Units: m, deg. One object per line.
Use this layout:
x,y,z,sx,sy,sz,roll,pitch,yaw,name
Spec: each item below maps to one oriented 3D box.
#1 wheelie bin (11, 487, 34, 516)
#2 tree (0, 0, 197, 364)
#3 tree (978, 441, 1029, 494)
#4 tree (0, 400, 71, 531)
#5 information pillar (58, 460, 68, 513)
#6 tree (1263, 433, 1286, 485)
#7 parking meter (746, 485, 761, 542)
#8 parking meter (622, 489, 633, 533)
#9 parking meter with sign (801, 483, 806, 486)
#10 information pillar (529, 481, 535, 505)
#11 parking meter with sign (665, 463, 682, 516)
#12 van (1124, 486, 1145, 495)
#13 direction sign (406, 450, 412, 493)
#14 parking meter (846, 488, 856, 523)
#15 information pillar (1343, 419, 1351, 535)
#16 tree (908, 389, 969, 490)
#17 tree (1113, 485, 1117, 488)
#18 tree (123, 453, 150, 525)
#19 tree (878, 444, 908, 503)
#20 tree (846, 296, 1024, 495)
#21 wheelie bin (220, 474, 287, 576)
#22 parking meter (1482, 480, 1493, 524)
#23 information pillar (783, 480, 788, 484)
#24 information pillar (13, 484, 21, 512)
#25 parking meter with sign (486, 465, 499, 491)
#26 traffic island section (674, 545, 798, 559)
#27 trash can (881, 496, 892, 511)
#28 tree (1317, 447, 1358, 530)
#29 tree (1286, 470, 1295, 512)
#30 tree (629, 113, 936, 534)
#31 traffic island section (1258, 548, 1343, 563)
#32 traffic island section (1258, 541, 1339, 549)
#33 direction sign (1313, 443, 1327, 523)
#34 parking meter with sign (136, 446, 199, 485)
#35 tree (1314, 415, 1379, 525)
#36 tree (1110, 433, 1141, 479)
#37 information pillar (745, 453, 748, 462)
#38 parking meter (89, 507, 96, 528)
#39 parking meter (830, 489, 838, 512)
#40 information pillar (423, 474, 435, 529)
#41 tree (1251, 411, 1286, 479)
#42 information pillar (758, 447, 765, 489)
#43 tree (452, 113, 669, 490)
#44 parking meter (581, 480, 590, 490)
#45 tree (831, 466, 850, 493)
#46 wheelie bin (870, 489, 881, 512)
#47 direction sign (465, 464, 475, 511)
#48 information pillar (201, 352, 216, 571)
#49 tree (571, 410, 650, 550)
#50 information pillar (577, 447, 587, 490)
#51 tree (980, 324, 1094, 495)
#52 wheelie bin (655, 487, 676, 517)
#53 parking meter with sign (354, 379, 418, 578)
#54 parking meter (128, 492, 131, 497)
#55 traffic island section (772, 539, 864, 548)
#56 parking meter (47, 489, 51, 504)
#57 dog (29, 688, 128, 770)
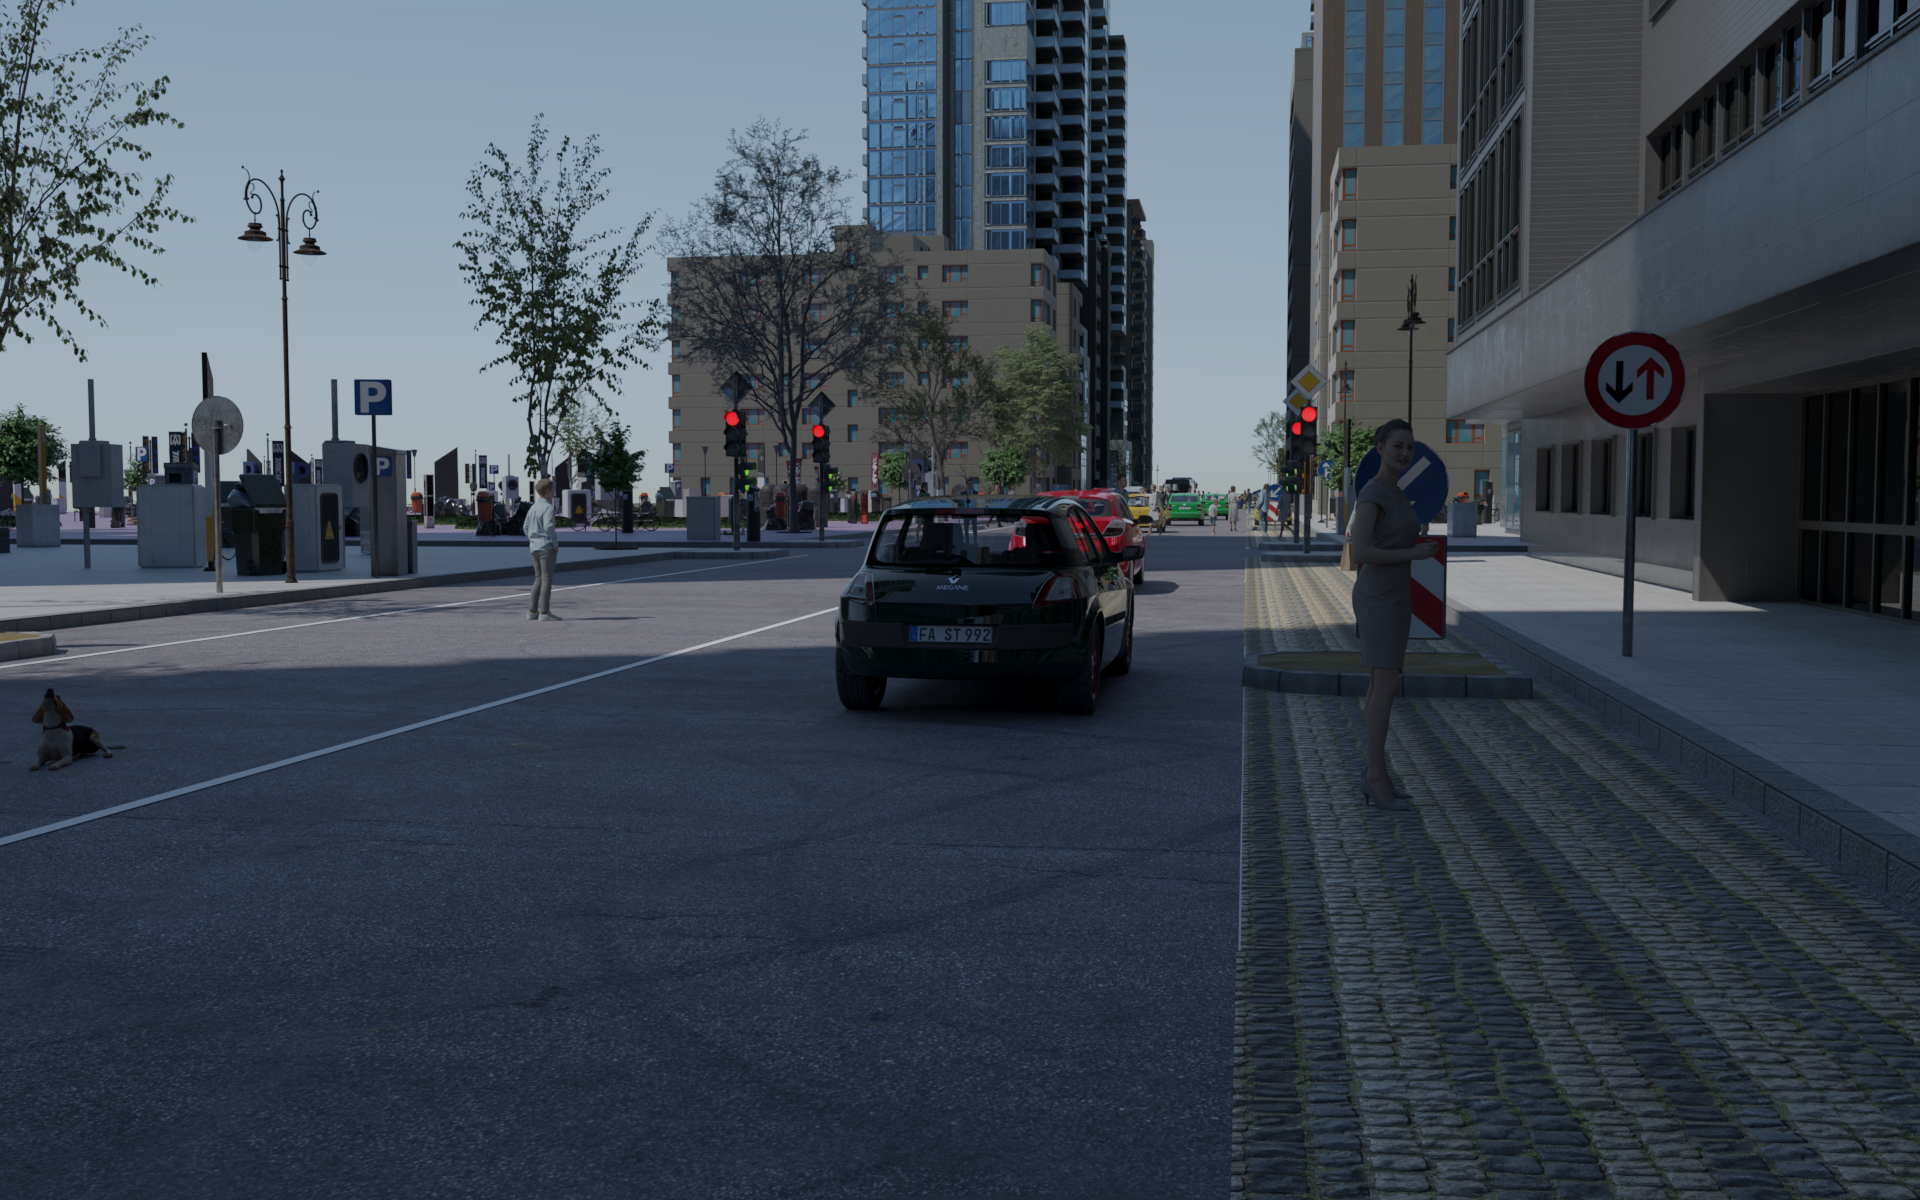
-43.192,-4.394,79.757,0.693,1.594,0.980,2,4,30,wheelie bin
-11.052,-4.234,19.591,4.360,8.622,3.978,0,3,0,tree
2.673,-7.422,105.058,4.285,4.588,4.351,0,3,0,tree
-32.880,-4.717,60.834,4.285,4.588,4.351,0,3,0,tree
-60.539,-7.676,116.860,0.504,3.616,0.183,-2,4,-32,information pillar
37.840,-15.398,202.123,4.737,8.622,4.395,0,3,0,tree
-5.565,-2.340,46.665,0.372,1.533,0.369,0,3,0,parking meter
-10.921,-2.964,56.869,0.372,1.533,0.369,0,3,0,parking meter
-10.907,-7.494,118.780,1.738,3.016,0.543,-3,4,-36,parking meter with sign
-24.042,-5.680,97.366,0.304,2.012,0.304,0,4,-5,information pillar
-16.039,-6.205,97.708,0.543,3.016,1.738,-2,4,-33,parking meter with sign
9.140,-5.278,93.302,2.013,2.044,4.112,1,4,11,van
-28.446,-5.925,88.876,0.379,3.537,0.876,2,4,26,direction sign
-4.788,-4.163,76.471,0.372,1.533,0.369,0,3,0,parking meter
12.113,-3.842,54.177,0.183,3.616,0.504,0,4,0,information pillar
-1.526,-10.418,120.701,4.360,8.622,3.978,0,3,0,tree
17.918,-12.141,193.108,1.663,3.219,1.824,0,3,0,tree
-33.746,-4.698,71.419,1.663,3.219,1.824,0,3,0,tree
-3.865,-7.833,111.777,4.285,4.588,4.351,0,3,0,tree
-0.848,-8.967,81.019,8.767,10.594,7.601,-2,4,-31,tree
-11.099,-1.189,27.341,0.693,1.594,0.980,2,4,32,wheelie bin
22.697,-4.208,74.515,0.399,1.863,0.255,-1,4,-21,parking meter
-9.111,-5.298,91.122,0.304,2.012,0.304,1,4,22,information pillar
-40.869,-5.127,75.179,0.183,3.616,0.504,1,4,19,information pillar
-28.291,-6.620,104.499,0.543,3.016,1.738,-2,4,-28,parking meter with sign
-5.106,-1.053,39.496,2.009,0.180,2.903,1,4,9,traffic island section
-4.332,-5.535,102.144,0.748,1.137,0.748,0,3,0,trash can
13.920,-4.139,62.269,1.663,3.219,1.824,0,3,0,tree
27.059,-9.026,142.173,1.663,3.219,1.824,0,3,0,tree
-5.563,-8.940,56.532,12.009,13.543,11.850,0,3,0,tree
7.513,-0.925,37.408,2.009,0.180,2.903,1,4,9,traffic island section
8.818,-1.407,45.286,2.009,0.180,2.903,1,4,9,traffic island section
16.096,-5.200,77.023,0.876,3.537,0.379,-1,4,-13,direction sign
-18.948,-2.806,42.146,1.738,3.016,0.543,0,4,-4,parking meter with sign
16.168,-5.379,71.667,4.285,4.588,4.351,0,3,0,tree
18.425,-15.152,198.092,4.360,8.622,3.978,0,3,0,tree
-12.119,-6.545,98.360,0.183,3.616,0.504,0,4,-3,information pillar
-32.654,-3.459,64.966,0.372,1.533,0.369,0,3,0,parking meter
-6.231,-4.730,85.750,0.372,1.533,0.369,0,3,0,parking meter
-19.806,-3.677,64.604,0.304,2.012,0.304,-2,4,-34,information pillar
38.934,-17.340,209.259,9.928,11.665,9.643,0,3,0,tree
-9.933,-5.833,86.727,0.504,3.616,0.183,3,5,42,information pillar
-8.162,-5.154,34.627,4.737,8.622,4.395,0,3,0,tree
-15.591,-4.059,72.073,0.399,1.863,0.255,-1,4,-14,parking meter
-8.342,-7.568,118.345,1.663,3.219,1.824,0,3,0,tree
-5.111,-5.942,105.052,0.693,1.594,0.980,0,4,-4,wheelie bin
-36.302,-8.354,128.587,0.876,3.537,0.379,-3,4,-37,direction sign
-12.499,-2.293,28.853,0.183,3.616,0.504,-1,4,-12,information pillar
-7.889,-2.776,39.982,1.663,3.219,1.824,0,3,0,tree
-18.934,-5.841,86.850,0.504,3.616,0.183,1,4,16,information pillar
5.045,-12.077,115.593,7.486,12.596,7.792,0,3,0,tree
-12.679,-4.064,74.350,0.693,1.594,0.980,3,4,37,wheelie bin
-8.952,-1.891,27.184,0.543,3.016,1.738,0,4,-3,parking meter with sign
-59.026,-7.190,123.269,0.255,1.863,0.399,-1,4,-17,parking meter
-3.801,-1.535,47.374,2.009,0.180,2.903,1,4,9,traffic island section
-42.537,-4.420,80.681,0.372,1.533,0.369,0,3,0,parking meter
-4.738,0.663,9.348,0.550,0.427,0.748,3,4,36,dog
